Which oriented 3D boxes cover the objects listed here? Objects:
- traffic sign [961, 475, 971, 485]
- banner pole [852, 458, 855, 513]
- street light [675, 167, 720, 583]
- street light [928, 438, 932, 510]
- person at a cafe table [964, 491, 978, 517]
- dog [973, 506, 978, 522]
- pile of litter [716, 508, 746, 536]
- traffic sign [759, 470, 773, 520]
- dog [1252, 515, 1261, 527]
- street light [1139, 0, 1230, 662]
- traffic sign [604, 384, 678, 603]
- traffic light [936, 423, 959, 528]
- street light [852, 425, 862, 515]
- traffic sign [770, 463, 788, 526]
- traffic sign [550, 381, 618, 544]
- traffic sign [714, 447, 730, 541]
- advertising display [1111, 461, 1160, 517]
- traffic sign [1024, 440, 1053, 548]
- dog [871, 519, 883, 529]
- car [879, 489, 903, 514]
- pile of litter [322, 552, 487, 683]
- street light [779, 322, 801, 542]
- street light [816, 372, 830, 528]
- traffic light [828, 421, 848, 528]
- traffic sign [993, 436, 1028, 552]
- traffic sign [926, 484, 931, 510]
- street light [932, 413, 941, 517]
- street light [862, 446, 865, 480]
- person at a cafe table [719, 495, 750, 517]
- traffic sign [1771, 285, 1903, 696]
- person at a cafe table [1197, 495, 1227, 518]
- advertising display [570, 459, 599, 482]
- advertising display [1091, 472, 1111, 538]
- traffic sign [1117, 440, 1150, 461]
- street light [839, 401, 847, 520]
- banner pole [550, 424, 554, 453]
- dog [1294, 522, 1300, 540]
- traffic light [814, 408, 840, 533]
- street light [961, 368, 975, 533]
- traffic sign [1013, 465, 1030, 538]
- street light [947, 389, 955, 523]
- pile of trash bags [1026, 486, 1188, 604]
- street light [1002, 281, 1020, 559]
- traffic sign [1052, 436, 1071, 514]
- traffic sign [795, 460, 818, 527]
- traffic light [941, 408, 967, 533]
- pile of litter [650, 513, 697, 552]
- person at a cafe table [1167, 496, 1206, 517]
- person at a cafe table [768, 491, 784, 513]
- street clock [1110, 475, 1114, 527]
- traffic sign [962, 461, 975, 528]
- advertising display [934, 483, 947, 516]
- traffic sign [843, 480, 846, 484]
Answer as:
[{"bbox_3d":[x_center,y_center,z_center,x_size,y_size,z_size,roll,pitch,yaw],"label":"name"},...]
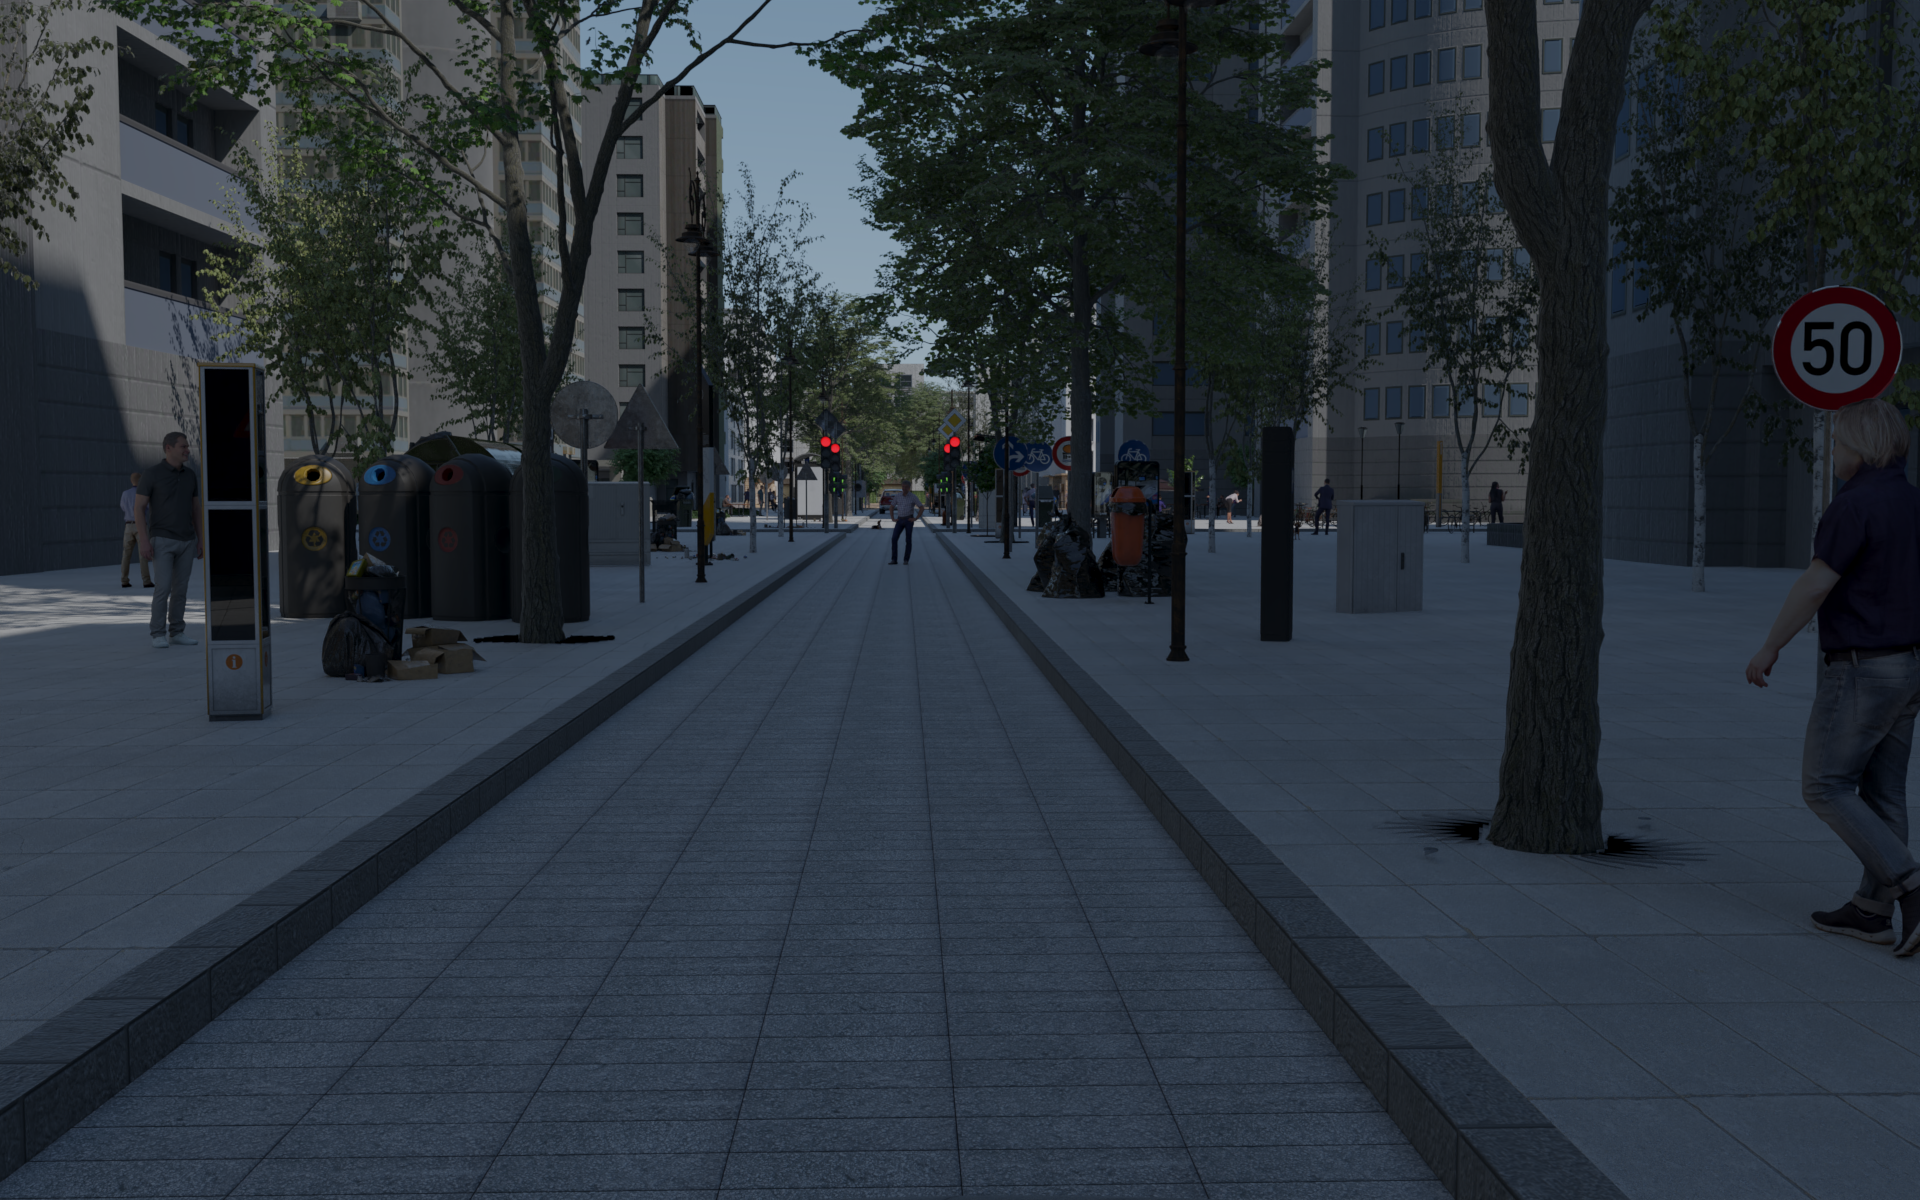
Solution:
[{"bbox_3d":[0.466,-6.019,98.521,0.768,2.556,0.104,0,3,0],"label":"traffic sign"},{"bbox_3d":[-7.386,-7.881,118.879,0.401,3.779,0.863,0,4,2],"label":"banner pole"},{"bbox_3d":[-3.756,-3.191,24.962,0.468,5.910,1.993,0,4,-2],"label":"street light"},{"bbox_3d":[-1.796,-8.907,118.424,0.468,5.910,1.993,0,4,-2],"label":"street light"},{"bbox_3d":[0.554,-5.401,96.822,1.698,1.524,1.622,3,5,42],"label":"person at a cafe table"},{"bbox_3d":[0.788,-4.053,80.641,0.800,0.831,0.513,-3,4,-36],"label":"dog"},{"bbox_3d":[-7.309,-2.444,53.925,1.176,0.858,1.719,-2,4,-23],"label":"pile of litter"},{"bbox_3d":[-9.408,-5.157,84.430,0.768,2.556,0.104,0,4,-1],"label":"traffic sign"},{"bbox_3d":[11.835,-3.301,68.346,0.800,0.831,0.513,0,4,-5],"label":"dog"},{"bbox_3d":[1.678,-2.469,13.161,0.468,5.910,1.993,0,4,-2],"label":"street light"},{"bbox_3d":[-3.759,-1.248,20.409,0.884,2.594,0.081,0,4,3],"label":"traffic sign"},{"bbox_3d":[-0.460,-4.639,64.767,0.839,4.253,0.868,0,4,-2],"label":"traffic light"},{"bbox_3d":[-6.475,-8.227,107.298,0.468,5.910,1.993,0,4,-2],"label":"street light"},{"bbox_3d":[-7.369,-4.293,70.302,0.768,2.556,0.104,0,4,2],"label":"traffic sign"},{"bbox_3d":[-4.226,-1.185,19.486,0.768,2.556,0.104,0,4,0],"label":"traffic sign"},{"bbox_3d":[-6.778,-2.922,47.775,0.884,2.594,0.081,0,4,7],"label":"traffic sign"},{"bbox_3d":[3.433,-1.739,33.649,0.974,1.923,0.123,-2,4,-26],"label":"advertising display"},{"bbox_3d":[1.814,-2.488,40.790,0.768,2.556,0.104,0,4,3],"label":"traffic sign"},{"bbox_3d":[-3.335,-3.062,70.256,0.550,0.427,0.748,-1,4,-9],"label":"dog"},{"bbox_3d":[-4.778,-7.143,125.454,2.281,1.827,5.304,0,4,0],"label":"car"},{"bbox_3d":[-4.001,0.081,12.635,1.176,0.858,1.719,1,4,14],"label":"pile of litter"},{"bbox_3d":[-4.528,-4.496,46.291,0.468,5.910,1.993,0,4,-2],"label":"street light"},{"bbox_3d":[-5.113,-5.630,64.841,0.468,5.910,1.993,0,4,-2],"label":"street light"},{"bbox_3d":[-4.619,-4.630,64.613,0.839,4.253,0.868,0,4,-2],"label":"traffic light"},{"bbox_3d":[1.116,-2.334,38.274,0.768,2.556,0.104,0,4,-1],"label":"traffic sign"},{"bbox_3d":[-2.349,-8.415,137.683,0.768,2.556,0.104,0,4,2],"label":"traffic sign"},{"bbox_3d":[-1.161,-7.588,96.847,0.468,5.910,1.993,0,4,-2],"label":"street light"},{"bbox_3d":[-7.260,-9.518,128.408,0.468,5.910,1.993,0,4,-2],"label":"street light"},{"bbox_3d":[-12.667,-5.299,97.506,1.726,1.238,1.698,1,4,17],"label":"person at a cafe table"},{"bbox_3d":[5.357,-0.646,10.671,0.768,2.556,0.104,0,4,6],"label":"traffic sign"},{"bbox_3d":[13.491,-4.962,91.984,1.726,1.238,1.698,-1,4,-12],"label":"person at a cafe table"},{"bbox_3d":[-7.061,-1.655,32.266,0.123,1.923,0.974,2,4,24],"label":"advertising display"},{"bbox_3d":[4.125,-2.762,50.373,0.123,1.923,0.974,3,4,37],"label":"advertising display"},{"bbox_3d":[4.066,-2.478,40.614,0.768,2.556,0.104,0,4,2],"label":"traffic sign"},{"bbox_3d":[-5.847,-6.929,86.080,0.468,5.910,1.993,0,4,-2],"label":"street light"},{"bbox_3d":[-13.010,-3.941,54.457,0.401,3.779,0.863,2,4,26],"label":"banner pole"},{"bbox_3d":[9.347,-1.934,48.449,0.406,0.507,0.540,0,4,-2],"label":"dog"},{"bbox_3d":[-4.353,-4.141,56.633,0.839,4.253,0.868,0,4,-2],"label":"traffic light"},{"bbox_3d":[0.285,-5.111,56.361,0.468,5.910,1.993,0,4,-2],"label":"street light"},{"bbox_3d":[1.735,-3.066,50.232,0.768,2.556,0.104,0,4,7],"label":"traffic sign"},{"bbox_3d":[-0.348,-6.263,75.185,0.468,5.910,1.993,0,4,-2],"label":"street light"},{"bbox_3d":[1.904,-0.726,21.620,1.912,1.369,3.447,0,4,-3],"label":"pile of trash bags"},{"bbox_3d":[0.927,-3.761,34.272,0.468,5.910,1.993,0,4,-2],"label":"street light"},{"bbox_3d":[2.391,-2.312,37.911,0.768,2.556,0.104,0,4,4],"label":"traffic sign"},{"bbox_3d":[-5.937,-4.095,66.965,0.884,2.594,0.081,0,4,5],"label":"traffic sign"},{"bbox_3d":[-0.194,-4.151,56.787,0.839,4.253,0.868,0,4,-2],"label":"traffic light"},{"bbox_3d":[-6.668,-1.516,38.757,1.719,0.858,1.176,3,4,37],"label":"pile of litter"},{"bbox_3d":[12.429,-5.317,95.440,1.622,1.524,1.698,2,4,23],"label":"person at a cafe table"},{"bbox_3d":[-12.447,-6.732,118.578,1.622,1.524,1.698,0,4,7],"label":"person at a cafe table"},{"bbox_3d":[5.850,-3.812,66.892,0.471,2.002,0.358,-2,4,-25],"label":"street clock"},{"bbox_3d":[0.445,-4.038,66.127,0.768,2.556,0.104,0,4,8],"label":"traffic sign"},{"bbox_3d":[-1.052,-5.851,100.872,0.974,1.923,0.123,0,4,-8],"label":"advertising display"},{"bbox_3d":[-8.419,-7.639,125.002,0.768,2.556,0.104,0,4,7],"label":"traffic sign"}]
